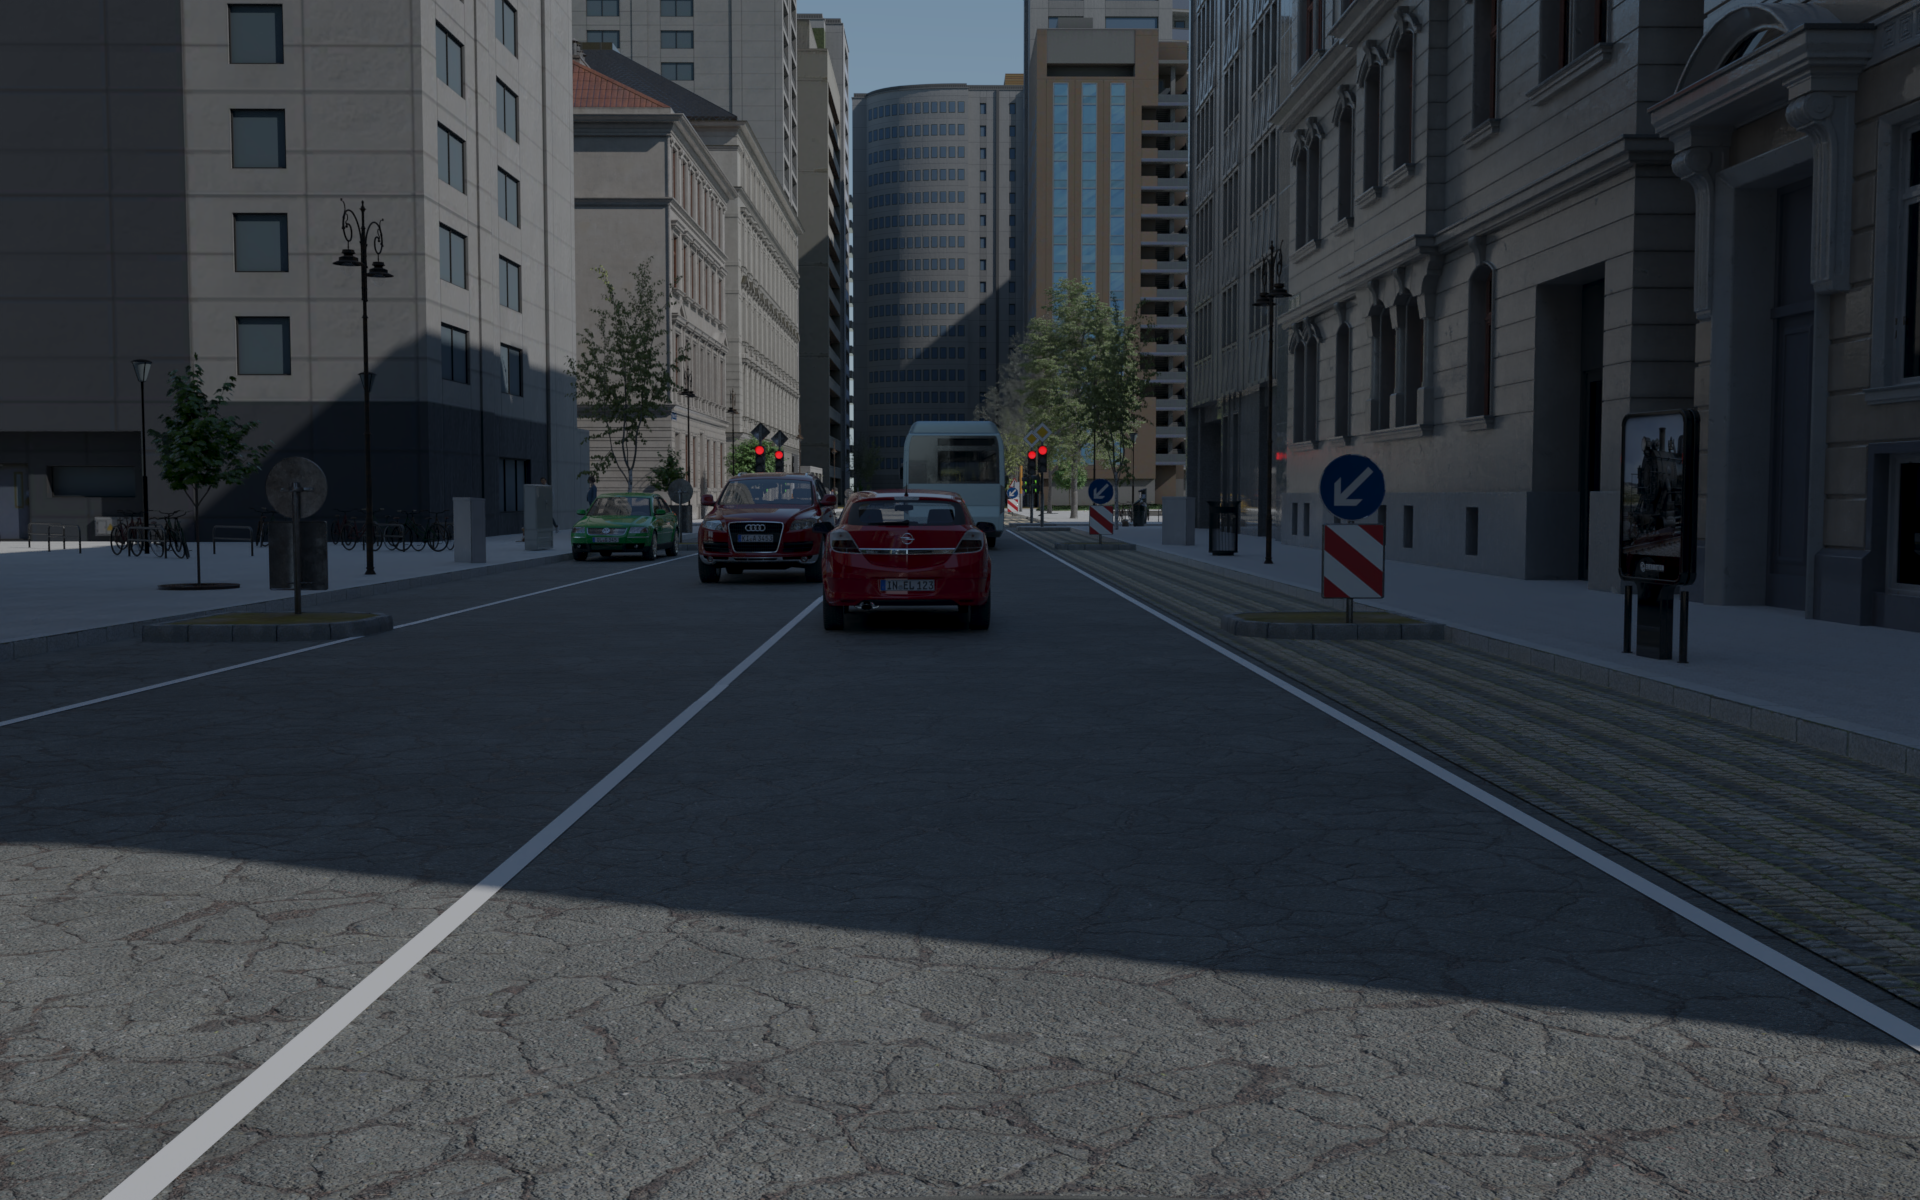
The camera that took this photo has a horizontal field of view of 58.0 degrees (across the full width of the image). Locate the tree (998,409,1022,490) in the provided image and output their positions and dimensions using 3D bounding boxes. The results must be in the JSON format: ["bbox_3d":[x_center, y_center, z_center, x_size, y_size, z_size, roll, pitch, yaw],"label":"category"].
[{"bbox_3d":[4.311,-11.635,140.590,4.737,8.622,4.395,0,3,0],"label":"tree"}]

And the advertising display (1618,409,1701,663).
[{"bbox_3d":[5.442,-0.508,13.522,0.123,1.923,0.974,0,4,-7],"label":"advertising display"}]

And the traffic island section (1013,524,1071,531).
[{"bbox_3d":[3.236,-2.785,67.817,2.009,0.180,2.903,0,4,-1],"label":"traffic island section"}]

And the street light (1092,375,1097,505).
[{"bbox_3d":[5.231,-5.784,67.359,0.468,5.910,1.993,0,4,-1],"label":"street light"}]

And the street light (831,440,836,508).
[{"bbox_3d":[-10.560,-10.567,145.552,0.468,5.910,1.993,0,4,-1],"label":"street light"}]

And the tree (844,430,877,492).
[{"bbox_3d":[-11.699,-15.233,199.413,4.360,8.622,3.978,0,3,0],"label":"tree"}]

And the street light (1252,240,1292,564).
[{"bbox_3d":[5.683,-3.604,31.720,0.468,5.910,1.993,0,4,-1],"label":"street light"}]

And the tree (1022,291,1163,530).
[{"bbox_3d":[5.442,-6.833,62.086,4.737,8.622,4.395,0,3,0],"label":"tree"}]

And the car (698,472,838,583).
[{"bbox_3d":[-3.208,-1.287,29.724,2.281,1.827,5.304,0,3,0],"label":"car"}]

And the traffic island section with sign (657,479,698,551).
[{"bbox_3d":[-7.240,-2.215,44.845,1.989,1.847,2.006,0,4,-1],"label":"traffic island section with sign"}]

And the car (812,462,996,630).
[{"bbox_3d":[-0.630,-0.656,19.761,2.155,1.783,4.494,0,4,-3],"label":"car"}]

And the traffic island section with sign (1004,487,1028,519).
[{"bbox_3d":[2.915,-5.613,100.400,1.989,1.847,2.006,0,4,-1],"label":"traffic island section with sign"}]

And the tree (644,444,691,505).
[{"bbox_3d":[-11.080,-4.384,66.276,1.663,3.219,1.824,0,3,0],"label":"tree"}]

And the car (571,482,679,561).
[{"bbox_3d":[-7.424,-1.824,38.616,1.959,1.807,4.718,0,4,0],"label":"car"}]

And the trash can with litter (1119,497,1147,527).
[{"bbox_3d":[6.806,-3.477,68.231,1.055,1.170,0.624,0,4,2],"label":"trash can with litter"}]

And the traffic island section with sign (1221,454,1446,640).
[{"bbox_3d":[3.756,-0.565,17.858,1.989,1.847,2.006,0,4,-1],"label":"traffic island section with sign"}]

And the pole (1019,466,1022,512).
[{"bbox_3d":[4.389,-8.022,125.003,0.158,3.312,0.155,0,3,0],"label":"pole"}]

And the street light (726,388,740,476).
[{"bbox_3d":[-9.920,-6.299,75.784,0.468,5.910,1.993,0,4,-1],"label":"street light"}]

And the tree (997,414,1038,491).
[{"bbox_3d":[5.156,-12.568,155.848,4.360,8.622,3.978,0,3,0],"label":"tree"}]

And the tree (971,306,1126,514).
[{"bbox_3d":[5.970,-12.357,112.398,12.009,13.543,11.850,0,3,0],"label":"tree"}]

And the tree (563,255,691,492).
[{"bbox_3d":[-10.357,-6.339,54.000,4.737,8.622,4.395,0,3,0],"label":"tree"}]

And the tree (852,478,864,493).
[{"bbox_3d":[-11.966,-12.864,204.920,1.663,3.219,1.824,0,3,0],"label":"tree"}]

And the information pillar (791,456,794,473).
[{"bbox_3d":[-10.211,-7.005,105.880,0.183,3.616,0.504,0,4,4],"label":"information pillar"}]

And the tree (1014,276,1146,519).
[{"bbox_3d":[6.273,-10.566,90.874,7.486,12.596,7.792,0,3,0],"label":"tree"}]

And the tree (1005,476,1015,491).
[{"bbox_3d":[5.130,-10.437,165.239,1.663,3.219,1.824,0,3,0],"label":"tree"}]

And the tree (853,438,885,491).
[{"bbox_3d":[-11.935,-16.881,226.360,4.737,8.622,4.395,0,3,0],"label":"tree"}]

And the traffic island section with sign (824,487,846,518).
[{"bbox_3d":[-7.811,-5.617,100.465,1.989,1.847,2.006,0,4,-1],"label":"traffic island section with sign"}]

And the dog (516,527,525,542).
[{"bbox_3d":[-11.504,-1.737,46.129,0.550,0.427,0.748,-2,4,-27],"label":"dog"}]

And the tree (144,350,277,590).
[{"bbox_3d":[-10.312,-1.757,23.324,1.663,3.219,1.824,0,3,0],"label":"tree"}]

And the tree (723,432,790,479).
[{"bbox_3d":[-10.350,-6.372,87.896,4.285,4.588,4.351,0,3,0],"label":"tree"}]

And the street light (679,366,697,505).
[{"bbox_3d":[-9.783,-5.484,62.457,0.468,5.910,1.993,0,4,-1],"label":"street light"}]

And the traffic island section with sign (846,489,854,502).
[{"bbox_3d":[-8.086,-7.266,127.419,1.989,1.847,2.006,0,4,-1],"label":"traffic island section with sign"}]

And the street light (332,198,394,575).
[{"bbox_3d":[-9.402,-3.342,27.436,0.468,5.910,1.993,0,4,-1],"label":"street light"}]

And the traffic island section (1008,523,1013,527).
[{"bbox_3d":[3.155,-3.273,75.802,2.009,0.180,2.903,0,4,-1],"label":"traffic island section"}]

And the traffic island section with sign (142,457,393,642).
[{"bbox_3d":[-6.970,-0.559,17.764,1.989,1.847,2.006,0,4,-1],"label":"traffic island section with sign"}]

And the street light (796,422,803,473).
[{"bbox_3d":[-10.228,-8.427,110.576,0.468,5.910,1.993,0,4,-1],"label":"street light"}]

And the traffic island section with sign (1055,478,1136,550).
[{"bbox_3d":[3.469,-2.213,44.812,1.989,1.847,2.006,0,4,-1],"label":"traffic island section with sign"}]
